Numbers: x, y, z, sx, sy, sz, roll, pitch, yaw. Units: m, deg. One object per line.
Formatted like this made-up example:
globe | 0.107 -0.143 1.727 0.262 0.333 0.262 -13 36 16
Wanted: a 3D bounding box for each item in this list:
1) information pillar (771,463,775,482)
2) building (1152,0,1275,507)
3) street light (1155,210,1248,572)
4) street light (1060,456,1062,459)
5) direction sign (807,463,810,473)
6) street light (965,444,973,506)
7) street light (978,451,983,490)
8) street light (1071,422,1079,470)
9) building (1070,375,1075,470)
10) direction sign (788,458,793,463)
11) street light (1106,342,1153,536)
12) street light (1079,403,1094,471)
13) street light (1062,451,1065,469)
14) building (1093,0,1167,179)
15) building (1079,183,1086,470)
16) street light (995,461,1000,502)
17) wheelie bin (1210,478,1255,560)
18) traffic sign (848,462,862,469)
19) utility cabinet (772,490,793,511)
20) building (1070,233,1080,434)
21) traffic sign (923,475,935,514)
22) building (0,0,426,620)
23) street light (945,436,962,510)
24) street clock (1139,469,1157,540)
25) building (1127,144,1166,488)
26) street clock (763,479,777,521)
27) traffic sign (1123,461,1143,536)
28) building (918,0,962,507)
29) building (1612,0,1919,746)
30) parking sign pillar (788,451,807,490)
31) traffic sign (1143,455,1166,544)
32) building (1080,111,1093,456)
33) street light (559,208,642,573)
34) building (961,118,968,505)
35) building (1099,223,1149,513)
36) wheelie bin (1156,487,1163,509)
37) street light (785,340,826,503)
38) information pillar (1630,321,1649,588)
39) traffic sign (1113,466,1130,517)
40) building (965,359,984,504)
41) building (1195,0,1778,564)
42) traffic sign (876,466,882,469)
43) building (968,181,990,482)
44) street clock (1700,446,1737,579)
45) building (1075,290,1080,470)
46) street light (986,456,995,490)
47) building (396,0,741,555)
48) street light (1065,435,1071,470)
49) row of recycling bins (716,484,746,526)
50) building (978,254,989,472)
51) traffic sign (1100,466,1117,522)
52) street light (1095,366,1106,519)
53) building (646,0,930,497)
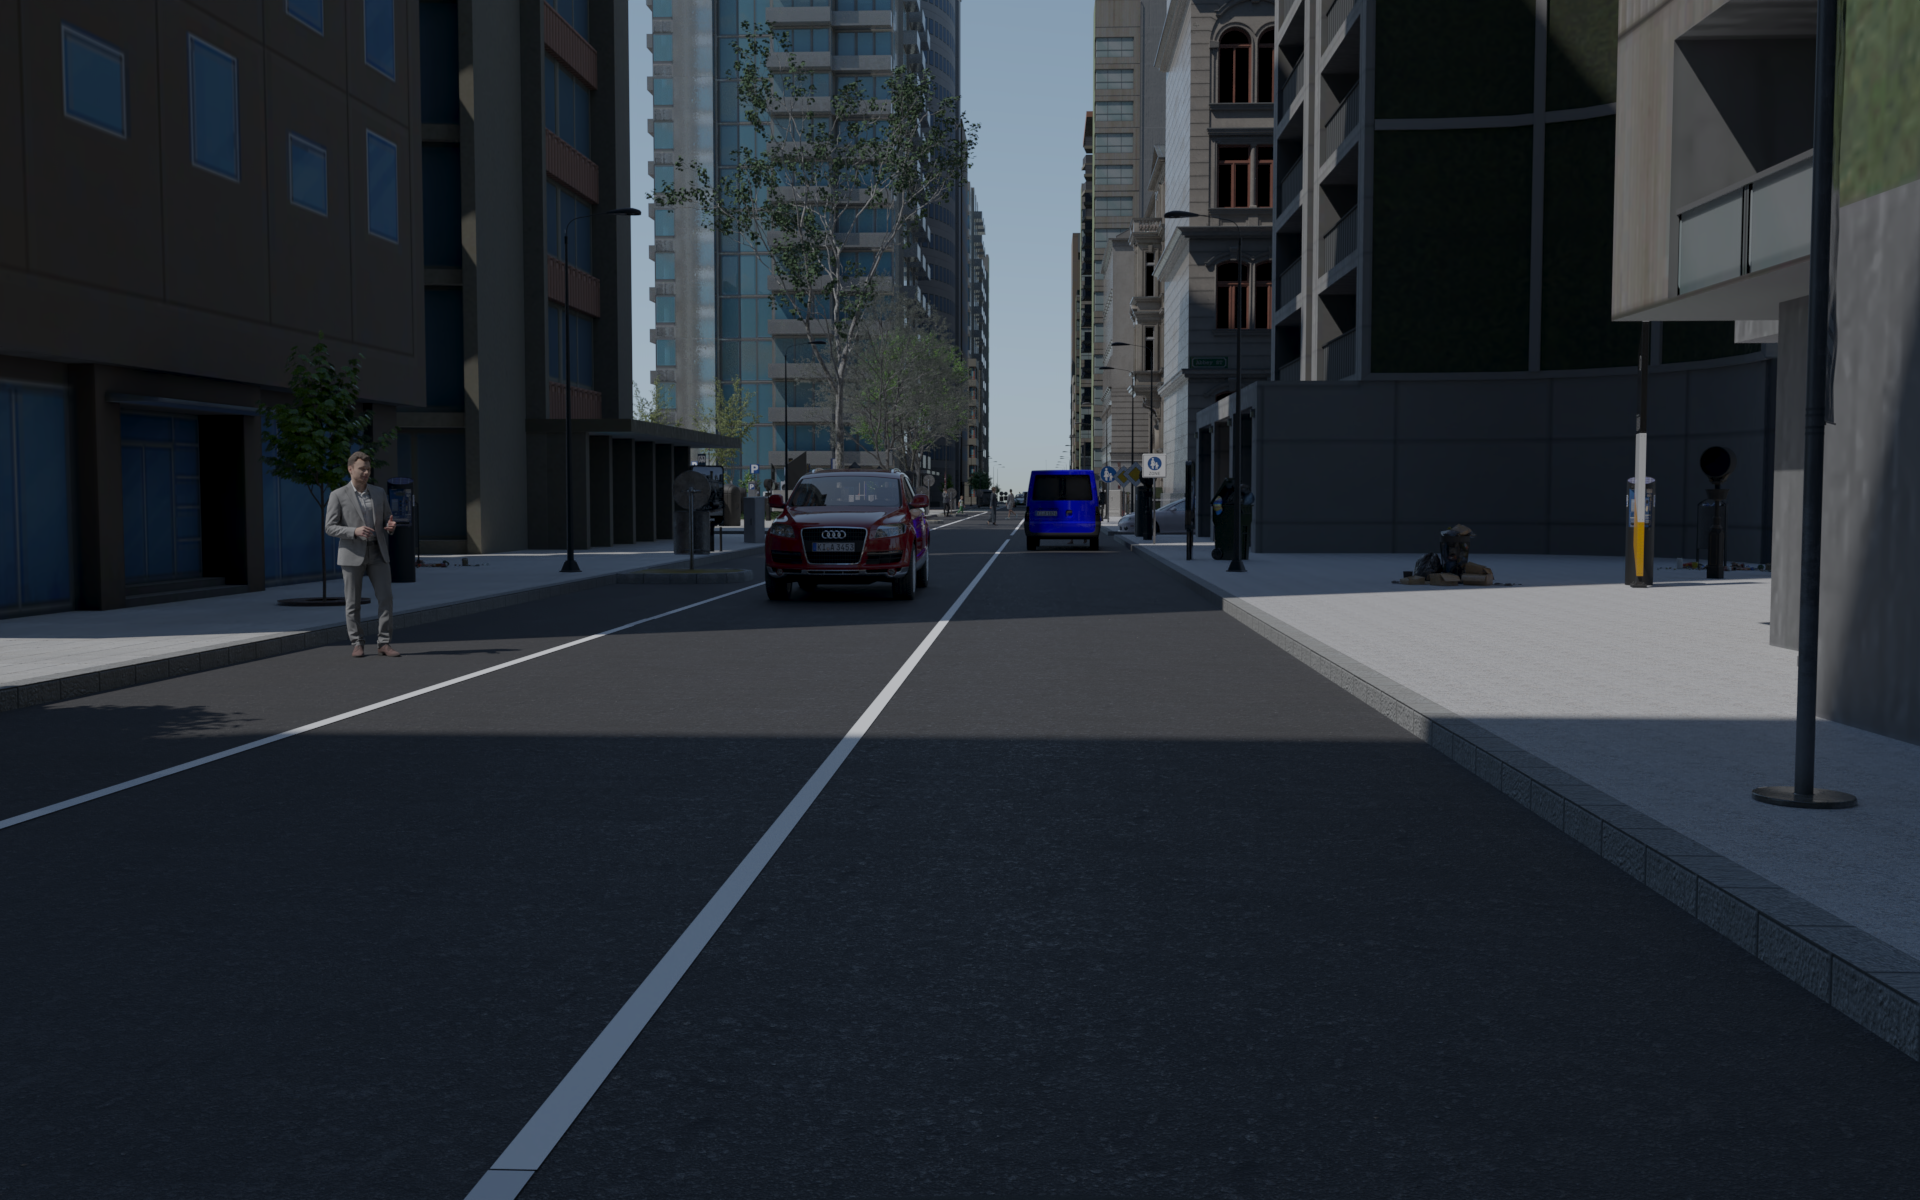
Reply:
information pillar | -14.058 -8.487 130.116 0.183 3.616 0.504 2 4 24
building | 19.506 -17.123 67.346 23.554 28.519 14.401 0 4 3
street light | 4.039 -3.423 28.513 1.470 5.913 1.316 0 4 3
street light | 11.785 -13.156 187.638 1.470 5.913 1.316 0 4 3
direction sign | -11.223 -8.339 128.335 0.379 3.537 0.876 1 4 10
street light | 0.560 -11.592 162.063 1.470 5.913 1.316 0 4 3
street light | 1.746 -13.099 186.712 1.470 5.913 1.316 0 4 3
street light | 8.095 -8.533 112.053 1.470 5.913 1.316 0 4 3
building | 30.951 -25.715 265.476 27.650 21.520 28.899 0 4 3
direction sign | -10.461 -7.167 109.182 0.876 3.537 0.379 -3 5 -42
street light | 5.315 -4.924 53.041 1.470 5.913 1.316 0 4 3
street light | 6.915 -7.063 88.014 1.470 5.913 1.316 0 4 3
street light | 10.615 -11.686 163.598 1.470 5.913 1.316 0 4 3
building | 18.143 -28.289 146.127 14.154 41.232 14.086 0 4 3
building | 22.902 -33.400 229.689 14.154 41.232 14.086 0 4 3
street light | 4.569 -16.684 245.328 1.470 5.913 1.316 0 4 3
wheelie bin | 5.332 -1.580 33.746 0.693 1.594 0.980 3 4 37
traffic sign | -3.253 -3.051 53.525 0.795 2.450 0.064 0 4 3
utility cabinet | -10.568 -5.781 103.190 1.173 1.500 0.318 -1 4 -13
building | 25.374 -38.956 287.033 14.600 45.320 14.200 0 4 3
traffic sign | -2.045 -6.945 113.650 0.768 2.556 0.104 1 4 10
building | -15.977 -22.649 20.415 14.600 45.320 14.200 0 4 3
street light | -0.560 -10.121 138.021 1.470 5.913 1.316 0 4 3
street clock | 5.240 -2.674 48.297 0.471 2.002 0.358 -2 4 -32
building | 16.946 -17.126 99.089 14.460 24.649 34.723 0 4 3
street clock | -9.152 -4.777 82.679 0.358 2.002 0.471 2 4 28
traffic sign | 5.380 -3.024 53.088 0.795 2.450 0.064 0 4 3
building | -11.082 -39.086 181.053 21.231 58.520 28.212 0 4 3
building | 12.033 -19.978 10.231 14.154 41.232 14.086 0 4 3
parking sign pillar | -10.207 -7.287 107.620 1.447 3.967 1.447 -1 4 -21
traffic sign | 4.959 -2.572 44.175 0.606 2.300 0.079 1 4 9
building | 24.855 -33.089 195.622 22.147 44.769 28.867 0 4 3
street light | -5.864 -3.409 28.273 1.470 5.913 1.316 0 4 3
building | -6.301 -33.798 202.703 14.600 45.320 14.200 0 4 3
building | 15.312 -16.935 126.042 9.793 20.994 18.267 0 4 3
wheelie bin | 8.815 -4.315 78.457 0.980 1.594 0.693 0 4 -5
street light | -4.732 -4.891 52.504 1.470 5.913 1.316 0 4 3
information pillar | 9.340 -1.982 23.757 0.183 3.616 0.504 1 4 15
traffic sign | 5.767 -3.512 61.063 0.795 2.450 0.064 0 4 3
building | -11.044 -23.932 236.321 27.650 21.520 28.899 0 4 3
building | 16.815 -36.770 39.441 20.563 71.187 20.611 0 4 3
traffic sign | -2.866 -3.539 61.501 0.795 2.450 0.064 0 4 3
building | -7.437 -39.471 264.964 23.786 49.044 30.456 0 4 3
street clock | 11.457 -1.324 26.216 0.358 2.002 0.471 -3 5 -43
building | 23.250 -28.892 244.087 14.160 30.474 14.107 0 4 3
street light | 3.415 -15.201 221.078 1.470 5.913 1.316 0 4 3
building | -21.758 -23.735 42.694 28.867 44.769 22.147 0 4 3
street light | 9.455 -10.215 139.559 1.470 5.913 1.316 0 4 3
row of recycling bins | -10.425 -3.762 68.619 3.534 1.692 1.069 -1 4 -23
building | -2.370 -36.939 287.542 14.154 41.232 14.086 0 4 3
traffic sign | 6.727 -4.798 78.553 0.768 2.556 0.104 0 4 6
street light | 5.743 -5.538 63.090 1.470 5.913 1.316 0 4 3
building | -14.228 -32.573 152.181 23.786 49.044 30.456 0 4 3
